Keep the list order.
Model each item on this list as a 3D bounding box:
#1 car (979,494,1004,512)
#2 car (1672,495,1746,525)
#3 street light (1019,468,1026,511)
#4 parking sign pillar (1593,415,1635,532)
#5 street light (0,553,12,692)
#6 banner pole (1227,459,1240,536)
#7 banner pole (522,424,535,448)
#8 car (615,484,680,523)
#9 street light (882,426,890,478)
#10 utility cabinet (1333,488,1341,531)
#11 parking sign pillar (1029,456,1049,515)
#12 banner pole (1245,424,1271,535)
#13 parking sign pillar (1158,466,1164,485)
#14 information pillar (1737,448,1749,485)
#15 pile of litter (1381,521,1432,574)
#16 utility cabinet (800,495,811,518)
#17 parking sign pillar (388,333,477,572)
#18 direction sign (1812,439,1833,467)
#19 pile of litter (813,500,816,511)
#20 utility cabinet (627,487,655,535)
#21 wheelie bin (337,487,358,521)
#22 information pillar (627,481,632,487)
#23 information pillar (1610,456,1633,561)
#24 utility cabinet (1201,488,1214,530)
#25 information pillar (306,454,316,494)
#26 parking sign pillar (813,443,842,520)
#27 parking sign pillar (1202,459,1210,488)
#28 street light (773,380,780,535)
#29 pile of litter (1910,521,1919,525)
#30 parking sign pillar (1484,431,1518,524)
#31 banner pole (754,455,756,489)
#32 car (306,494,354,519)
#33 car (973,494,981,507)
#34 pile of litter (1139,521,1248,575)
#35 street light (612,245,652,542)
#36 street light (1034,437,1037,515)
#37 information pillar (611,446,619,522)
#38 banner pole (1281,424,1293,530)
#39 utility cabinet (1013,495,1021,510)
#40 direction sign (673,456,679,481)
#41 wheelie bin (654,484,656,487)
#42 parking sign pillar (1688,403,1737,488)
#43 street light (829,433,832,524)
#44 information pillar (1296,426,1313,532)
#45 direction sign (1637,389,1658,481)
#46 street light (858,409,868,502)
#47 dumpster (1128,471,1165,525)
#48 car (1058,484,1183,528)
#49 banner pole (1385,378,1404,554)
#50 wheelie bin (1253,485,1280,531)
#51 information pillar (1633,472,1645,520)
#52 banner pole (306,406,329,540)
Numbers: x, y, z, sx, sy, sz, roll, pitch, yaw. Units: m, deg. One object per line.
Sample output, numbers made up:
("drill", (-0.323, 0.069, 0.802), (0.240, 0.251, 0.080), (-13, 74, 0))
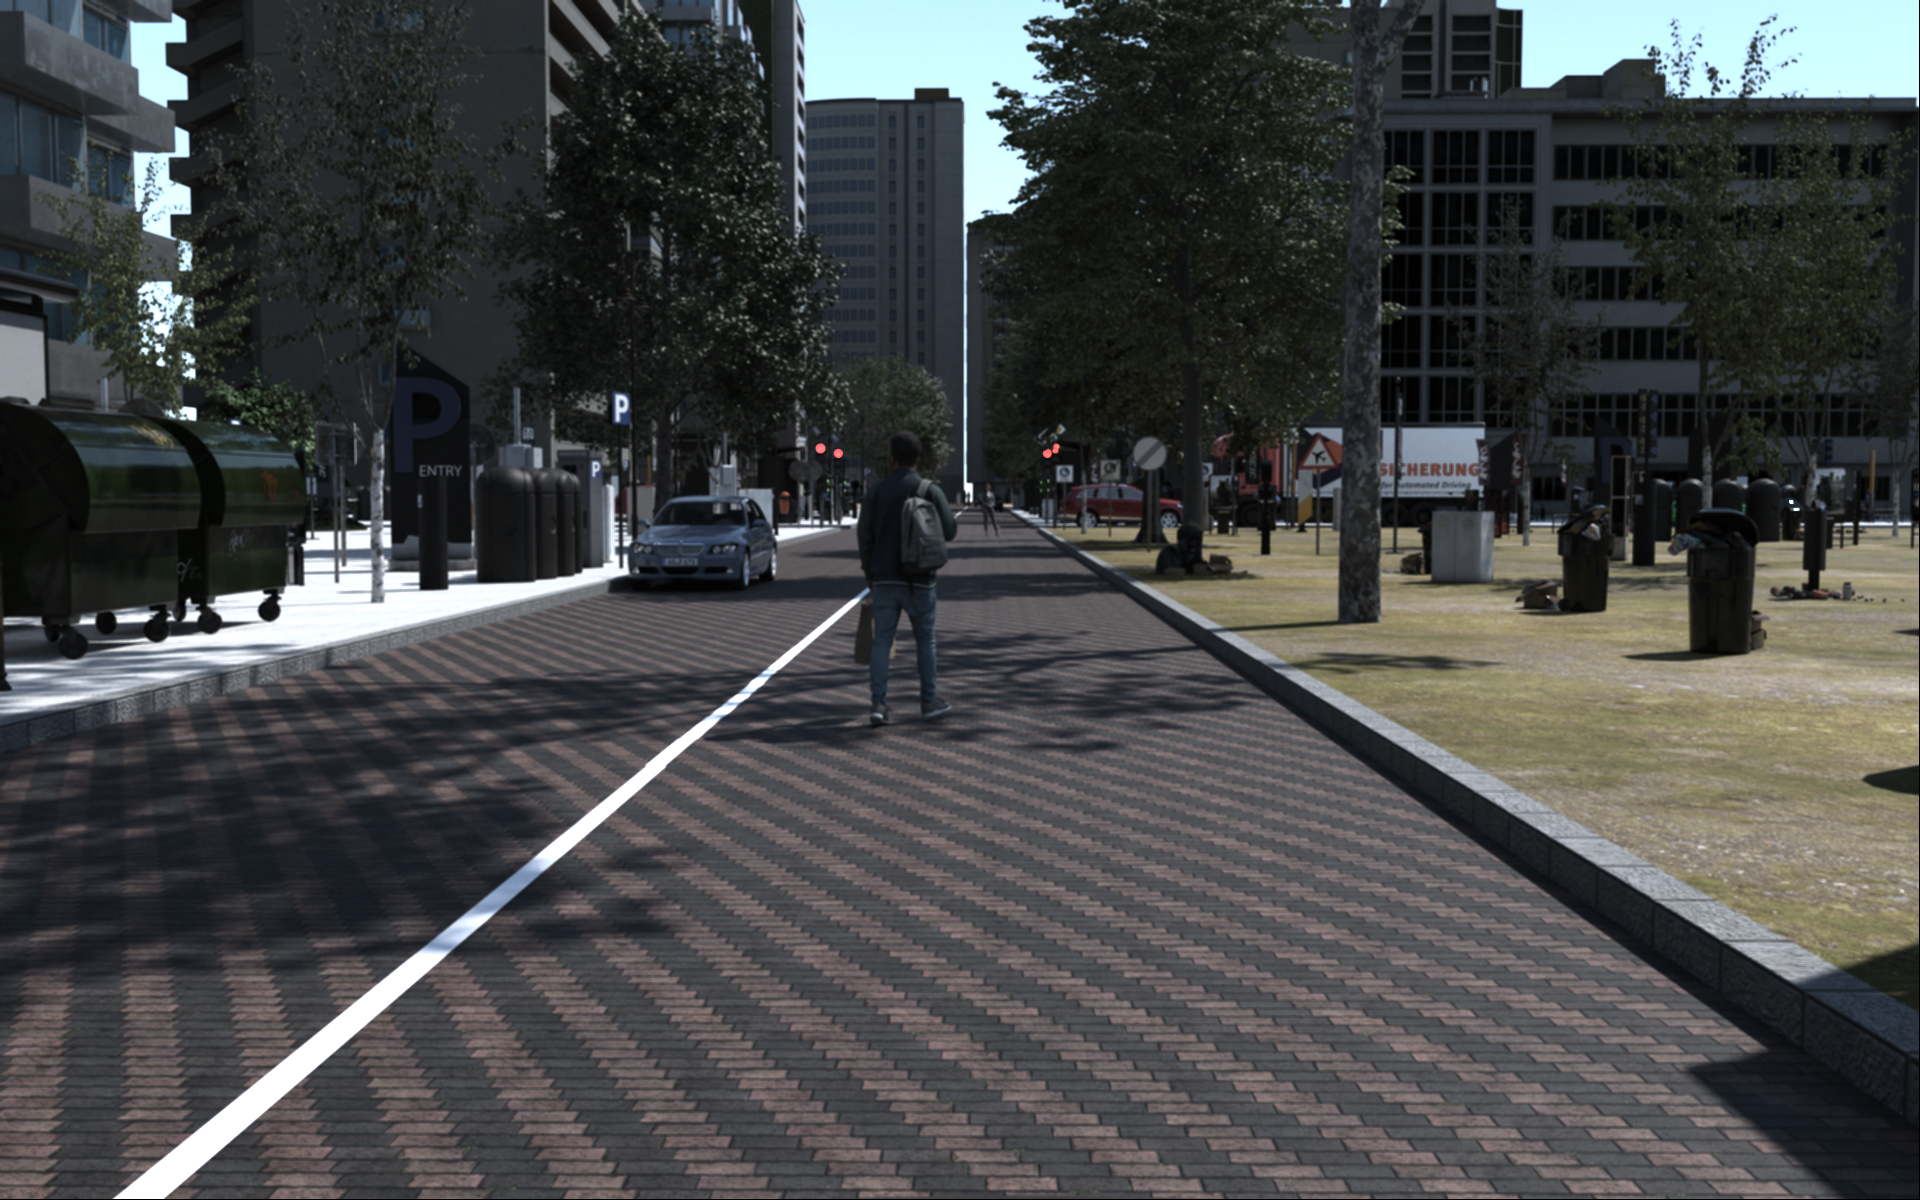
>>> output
("car", (2.559, -7.872, 138.492), (2.009, 1.686, 4.222), (0, 4, 1))
("car", (28.803, -3.664, 68.696), (4.718, 1.807, 1.959), (0, 4, 2))
("street light", (4.766, -9.390, 126.316), (0.468, 5.910, 1.993), (0, 4, 1))
("parking sign pillar", (22.401, -4.332, 59.303), (1.447, 3.967, 1.447), (0, 4, -7))
("street light", (-6.285, -2.344, 11.114), (0.468, 5.910, 1.993), (0, 4, 1))
("banner pole", (8.286, -3.826, 52.576), (0.401, 3.779, 0.863), (1, 4, 17))
("banner pole", (-13.604, -3.921, 54.132), (0.401, 3.779, 0.863), (3, 5, 41))
("car", (-11.154, -3.680, 68.849), (5.304, 1.827, 2.281), (0, 4, -1))
("street light", (-4.954, -8.739, 115.674), (0.468, 5.910, 1.993), (0, 4, 1))
("utility cabinet", (13.469, -3.127, 59.804), (1.173, 1.500, 0.318), (-1, 4, -15))
("parking sign pillar", (5.024, -7.326, 108.244), (1.447, 3.967, 1.447), (1, 4, 15))
("banner pole", (9.264, -3.907, 53.895), (0.863, 3.779, 0.401), (2, 4, 25))
("parking sign pillar", (15.418, -8.938, 134.614), (1.447, 3.967, 1.447), (-1, 4, -19))
("information pillar", (36.913, -5.526, 81.703), (0.504, 3.616, 0.183), (3, 4, 37))
("pile of litter", (7.675, -0.868, 28.158), (1.719, 0.858, 1.176), (2, 4, 28))
("utility cabinet", (-8.542, -5.074, 94.125), (1.020, 1.237, 0.306), (1, 4, 21))
("parking sign pillar", (-8.900, -2.486, 29.122), (1.447, 3.967, 1.447), (-1, 4, -14))
("direction sign", (35.618, -4.871, 71.635), (0.876, 3.537, 0.379), (0, 4, -4))
("pile of litter", (-11.053, -7.131, 130.551), (1.719, 0.858, 1.176), (3, 4, 39))
("utility cabinet", (-9.676, -2.711, 53.007), (1.173, 1.500, 0.318), (3, 4, 37))
("wheelie bin", (-26.732, -4.133, 75.480), (0.693, 1.594, 0.980), (2, 4, 29))
("information pillar", (-18.340, -5.612, 96.253), (0.304, 2.012, 0.304), (2, 4, 25))
("information pillar", (12.675, -1.761, 33.279), (0.304, 2.012, 0.304), (2, 4, 30))
("utility cabinet", (8.647, -3.182, 60.711), (0.318, 1.500, 1.173), (0, 4, -1))
("information pillar", (-32.487, -5.837, 86.790), (0.183, 3.616, 0.504), (3, 5, 42))
("parking sign pillar", (-6.715, -6.067, 87.668), (1.447, 3.967, 1.447), (0, 4, 5))
("parking sign pillar", (14.067, -6.659, 97.353), (1.447, 3.967, 1.447), (3, 5, 43))
("street light", (-5.715, -4.950, 53.722), (0.468, 5.910, 1.993), (0, 4, 1))
("pile of litter", (40.221, -3.566, 72.262), (1.719, 0.858, 1.176), (-2, 4, -29))
("parking sign pillar", (23.117, -5.227, 73.929), (1.447, 3.967, 1.447), (2, 4, 30))
("banner pole", (-10.484, -6.139, 90.396), (0.863, 3.779, 0.401), (0, 4, -1))
("car", (-26.317, -3.617, 68.929), (4.222, 1.686, 2.009), (0, 4, -1))
("car", (2.529, -11.130, 193.765), (2.131, 1.459, 4.920), (0, 4, 1))
("pile of litter", (3.867, -0.851, 27.872), (1.719, 0.858, 1.176), (-1, 4, -10))
("street light", (-6.110, -3.646, 32.405), (0.468, 5.910, 1.993), (0, 4, 1))
("street light", (4.552, -8.080, 104.901), (0.468, 5.910, 1.993), (0, 4, 1))
("information pillar", (-15.698, -5.352, 78.855), (0.504, 3.616, 0.183), (3, 4, 36))
("banner pole", (11.808, -4.407, 62.063), (0.401, 3.779, 0.863), (2, 4, 26))
("utility cabinet", (4.881, -8.074, 143.174), (1.020, 1.237, 0.306), (2, 4, 33))
("direction sign", (-17.044, -6.872, 104.362), (0.876, 3.537, 0.379), (2, 4, 29))
("wheelie bin", (-9.569, -2.880, 54.995), (0.693, 1.594, 0.980), (-2, 4, -30))
("parking sign pillar", (22.475, -3.871, 51.763), (1.447, 3.967, 1.447), (-3, 5, -41))
("street light", (-5.480, -6.133, 73.065), (0.468, 5.910, 1.993), (0, 4, 1))
("information pillar", (11.577, -4.084, 58.128), (0.504, 3.616, 0.183), (0, 4, 7))
("direction sign", (14.890, -2.787, 37.568), (0.876, 3.537, 0.379), (-3, 5, -43))
("street light", (-5.305, -7.443, 94.488), (0.468, 5.910, 1.993), (0, 4, 1))
("dumpster", (7.820, -4.320, 73.132), (1.502, 2.255, 1.985), (0, 4, 1))
("car", (6.514, -3.657, 68.471), (5.304, 1.827, 2.281), (0, 4, 1))
("banner pole", (9.492, -2.905, 37.512), (0.401, 3.779, 0.863), (2, 4, 24))
("wheelie bin", (10.730, -3.223, 60.599), (0.980, 1.594, 0.693), (1, 4, 16))
("information pillar", (22.442, -3.230, 57.308), (0.304, 2.012, 0.304), (-3, 5, -40))
("banner pole", (-18.106, -3.597, 48.827), (0.863, 3.779, 0.401), (1, 4, 20))
